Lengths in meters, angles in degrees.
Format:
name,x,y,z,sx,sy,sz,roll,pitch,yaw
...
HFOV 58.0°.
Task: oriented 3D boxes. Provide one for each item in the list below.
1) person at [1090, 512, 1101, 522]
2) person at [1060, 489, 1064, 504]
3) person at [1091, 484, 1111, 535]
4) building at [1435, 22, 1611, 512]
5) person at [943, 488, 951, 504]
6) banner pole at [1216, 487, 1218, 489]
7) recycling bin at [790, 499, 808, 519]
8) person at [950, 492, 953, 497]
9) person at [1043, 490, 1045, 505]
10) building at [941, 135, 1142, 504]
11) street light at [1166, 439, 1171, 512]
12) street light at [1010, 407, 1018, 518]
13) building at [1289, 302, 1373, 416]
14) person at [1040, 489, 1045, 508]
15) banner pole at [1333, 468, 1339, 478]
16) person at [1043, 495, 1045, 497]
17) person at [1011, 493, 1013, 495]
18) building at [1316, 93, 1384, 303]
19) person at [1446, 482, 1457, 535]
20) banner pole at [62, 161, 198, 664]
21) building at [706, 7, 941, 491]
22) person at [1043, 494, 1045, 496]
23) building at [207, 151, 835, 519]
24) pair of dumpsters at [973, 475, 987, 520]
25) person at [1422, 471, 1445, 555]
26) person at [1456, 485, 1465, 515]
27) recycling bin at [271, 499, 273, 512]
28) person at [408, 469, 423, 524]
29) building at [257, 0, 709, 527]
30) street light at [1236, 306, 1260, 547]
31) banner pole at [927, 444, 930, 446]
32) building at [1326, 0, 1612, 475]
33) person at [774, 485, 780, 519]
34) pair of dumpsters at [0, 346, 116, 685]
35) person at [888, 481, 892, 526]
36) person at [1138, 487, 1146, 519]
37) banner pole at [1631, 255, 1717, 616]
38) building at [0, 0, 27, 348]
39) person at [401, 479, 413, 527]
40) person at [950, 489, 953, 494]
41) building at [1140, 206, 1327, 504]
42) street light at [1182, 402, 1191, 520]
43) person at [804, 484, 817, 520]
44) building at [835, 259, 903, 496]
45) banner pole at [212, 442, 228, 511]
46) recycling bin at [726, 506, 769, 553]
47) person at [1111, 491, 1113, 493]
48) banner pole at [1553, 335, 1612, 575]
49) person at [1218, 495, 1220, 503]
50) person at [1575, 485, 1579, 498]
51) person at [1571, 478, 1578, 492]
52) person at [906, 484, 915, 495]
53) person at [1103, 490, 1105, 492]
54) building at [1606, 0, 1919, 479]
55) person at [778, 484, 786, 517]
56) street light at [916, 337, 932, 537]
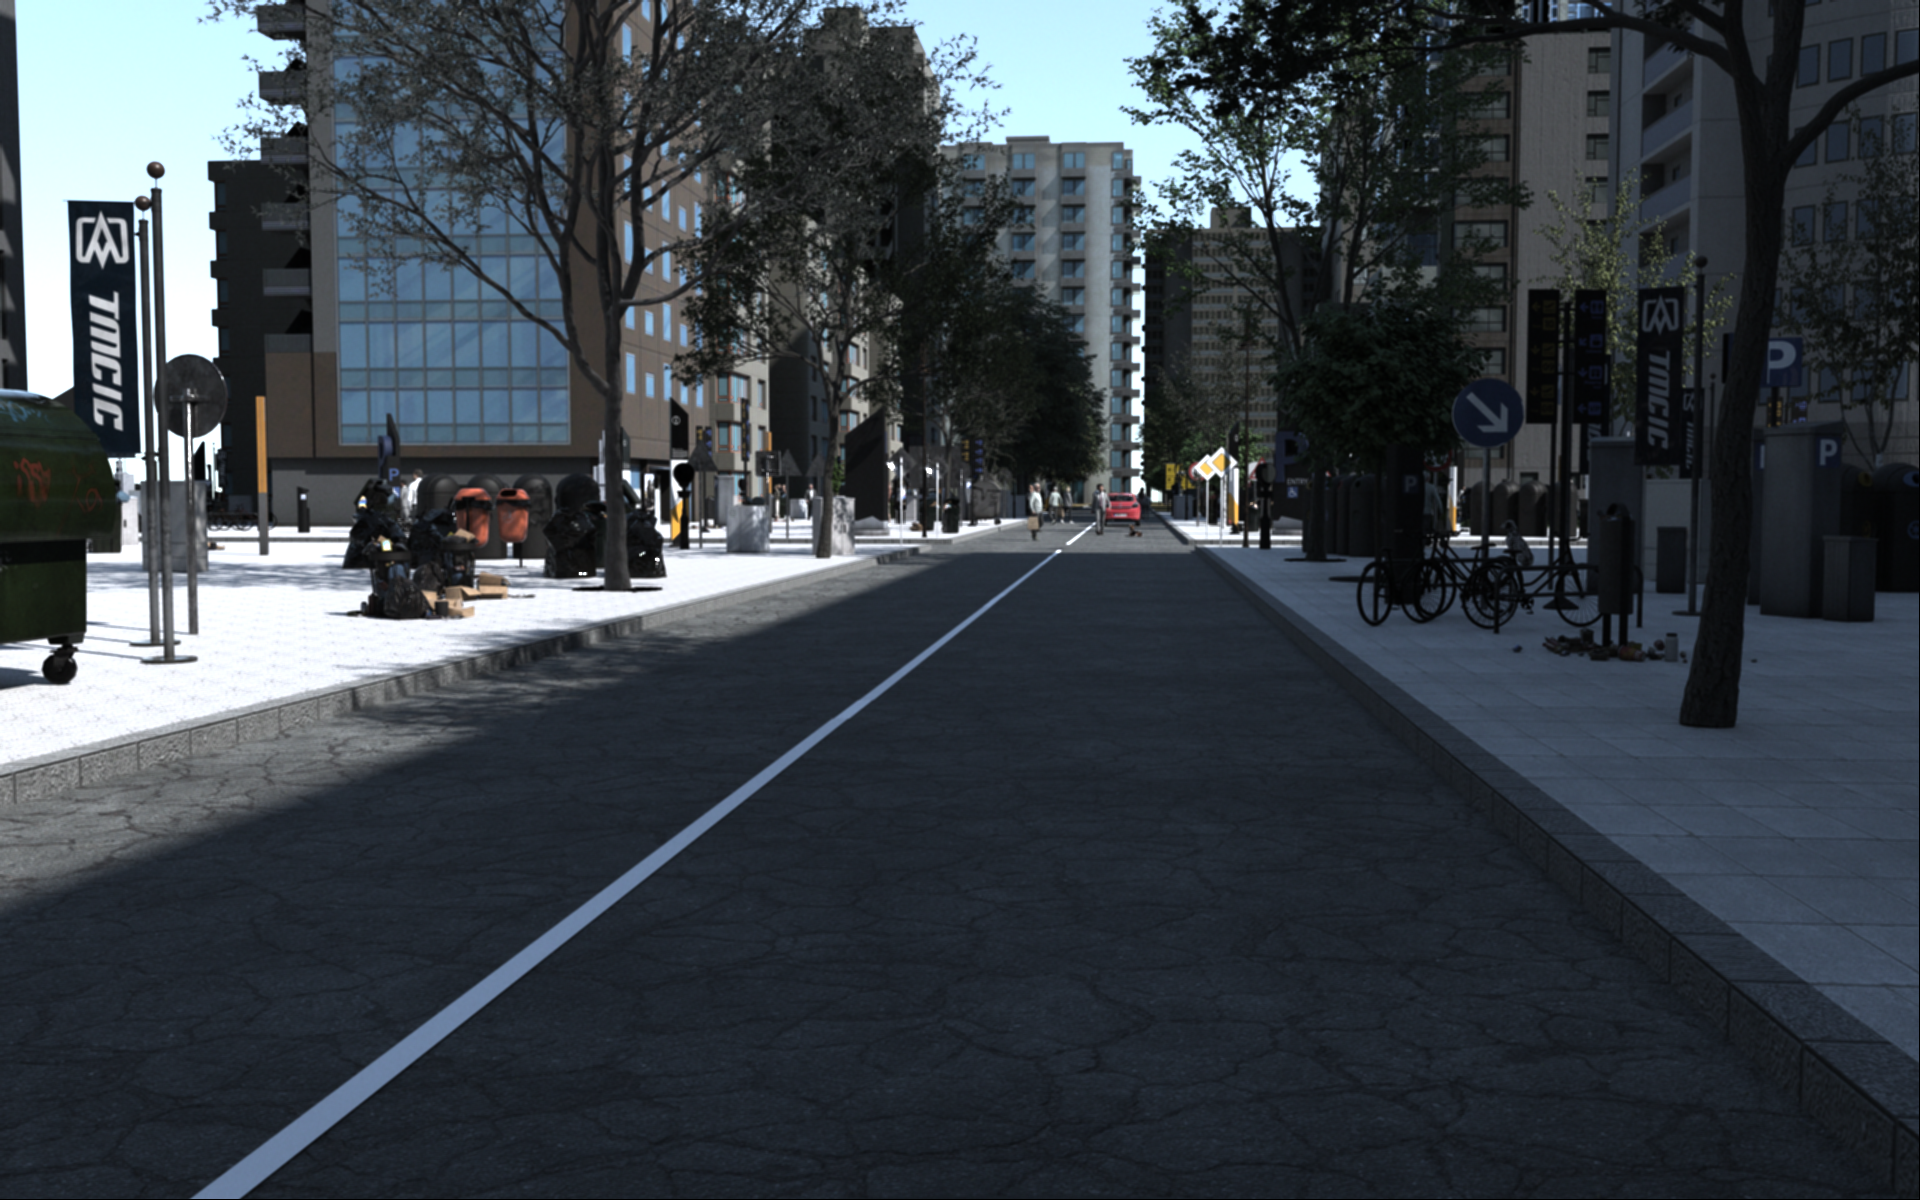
name,x,y,z,sx,sy,sz,roll,pitch,yaw
person,7.113,-4.516,87.837,0.738,1.151,1.012,-1,4,-17
person,10.608,-10.614,179.669,0.705,1.812,1.348,0,4,1
person,4.927,-3.171,60.612,0.678,1.792,0.850,0,4,0
building,37.295,-20.689,109.963,14.160,30.474,14.107,0,4,6
person,-0.621,-4.351,77.367,0.419,1.800,0.721,1,4,20
banner pole,16.932,-7.519,112.960,0.401,3.779,0.863,-2,4,-27
recycling bin,-8.306,-4.701,89.413,0.722,1.027,0.722,2,4,34
person,-0.683,-5.639,98.417,0.661,1.801,0.590,3,5,39
person,9.680,-11.649,196.584,0.705,1.814,1.350,-2,4,-34
building,9.138,-37.595,234.283,30.456,49.044,23.786,0,4,6
street light,14.928,-9.244,123.921,0.468,5.910,1.993,0,4,6
street light,2.851,-7.227,90.952,0.468,5.910,1.993,0,4,6
building,47.551,-19.860,169.755,27.650,21.520,28.899,0,4,6
person,7.557,-9.411,160.633,1.217,1.735,0.721,1,4,17
banner pole,11.640,-3.888,53.580,0.401,3.779,0.863,0,3,0
person,9.518,-10.977,186.236,1.217,1.735,0.721,0,4,5
person,4.891,-9.533,165.137,0.599,1.433,0.991,1,4,16
building,62.459,-39.285,231.545,27.495,52.752,28.713,0,4,6
person,15.396,-2.975,54.884,0.606,1.804,0.583,0,4,1
banner pole,-6.280,-1.412,13.106,0.863,3.779,0.401,-1,4,-10
building,-13.596,-33.934,178.523,21.600,48.544,21.300,0,4,6
person,9.208,-10.699,181.496,1.217,1.766,0.721,0,4,-5
building,-23.776,-15.784,103.113,27.650,21.520,28.899,0,4,6
pair of dumpsters,0.910,-5.203,87.563,1.574,2.255,4.437,0,4,6
person,9.774,-1.819,36.268,0.782,1.767,0.515,2,4,24
person,29.430,-5.827,101.584,0.850,1.792,0.678,3,4,39
recycling bin,-34.259,-4.568,87.237,0.722,1.027,0.722,-1,4,-15
person,-11.890,-1.969,38.339,0.679,1.850,0.850,-3,4,-39
building,-19.126,-25.821,72.285,14.600,45.320,14.200,0,4,6
street light,6.913,-4.216,41.716,0.468,5.910,1.993,0,4,6
banner pole,-1.706,-5.875,86.076,0.401,3.779,0.863,3,4,36
building,41.638,-50.498,138.318,22.319,86.520,31.000,0,4,6
person,-9.481,-5.053,89.208,0.362,1.759,0.519,-1,4,-18
pair of dumpsters,-6.665,-0.436,9.629,1.574,2.255,4.437,0,4,6
person,-2.983,-3.851,68.984,0.580,1.828,0.573,0,4,7
person,10.394,-5.512,98.635,0.555,1.821,0.388,1,4,15
banner pole,7.586,-1.737,18.414,0.863,3.779,0.401,2,4,35
building,-51.831,-18.596,75.752,14.107,30.474,14.160,0,4,6
person,-19.031,-3.250,59.452,0.850,1.792,0.678,1,4,17
person,-1.013,-9.730,165.138,0.705,1.823,1.348,3,5,44
building,36.851,-33.329,236.802,23.993,40.220,32.217,0,4,6
street light,11.119,-6.856,84.890,0.468,5.910,1.993,0,4,6
person,-7.254,-4.788,84.719,0.661,1.777,0.834,-2,4,-27
building,-20.326,-18.223,142.993,27.650,21.520,28.899,0,4,6
banner pole,-35.874,-5.742,83.901,0.863,3.779,0.401,0,4,-3
recycling bin,-4.641,-1.549,37.883,0.722,1.027,0.722,1,4,21
person,17.609,-11.634,199.438,1.217,1.743,0.721,-2,4,-24
banner pole,9.867,-2.286,27.389,0.863,3.779,0.401,0,4,3
person,14.429,-5.230,96.244,0.352,1.250,0.332,3,5,41
person,32.200,-5.140,90.637,0.362,1.759,0.519,1,4,9
person,21.704,-3.454,61.879,0.648,1.900,0.474,-1,4,-13
person,-2.783,-5.323,93.063,0.794,1.824,0.713,-1,4,-14
person,13.167,-9.156,158.334,0.705,1.807,1.348,-3,4,-37
building,43.489,-32.316,70.368,28.212,58.520,21.231,0,4,6
person,-9.870,-5.479,95.595,0.580,1.828,0.573,-3,5,-44
street light,-1.052,-4.791,51.126,0.468,5.910,1.993,0,4,6
